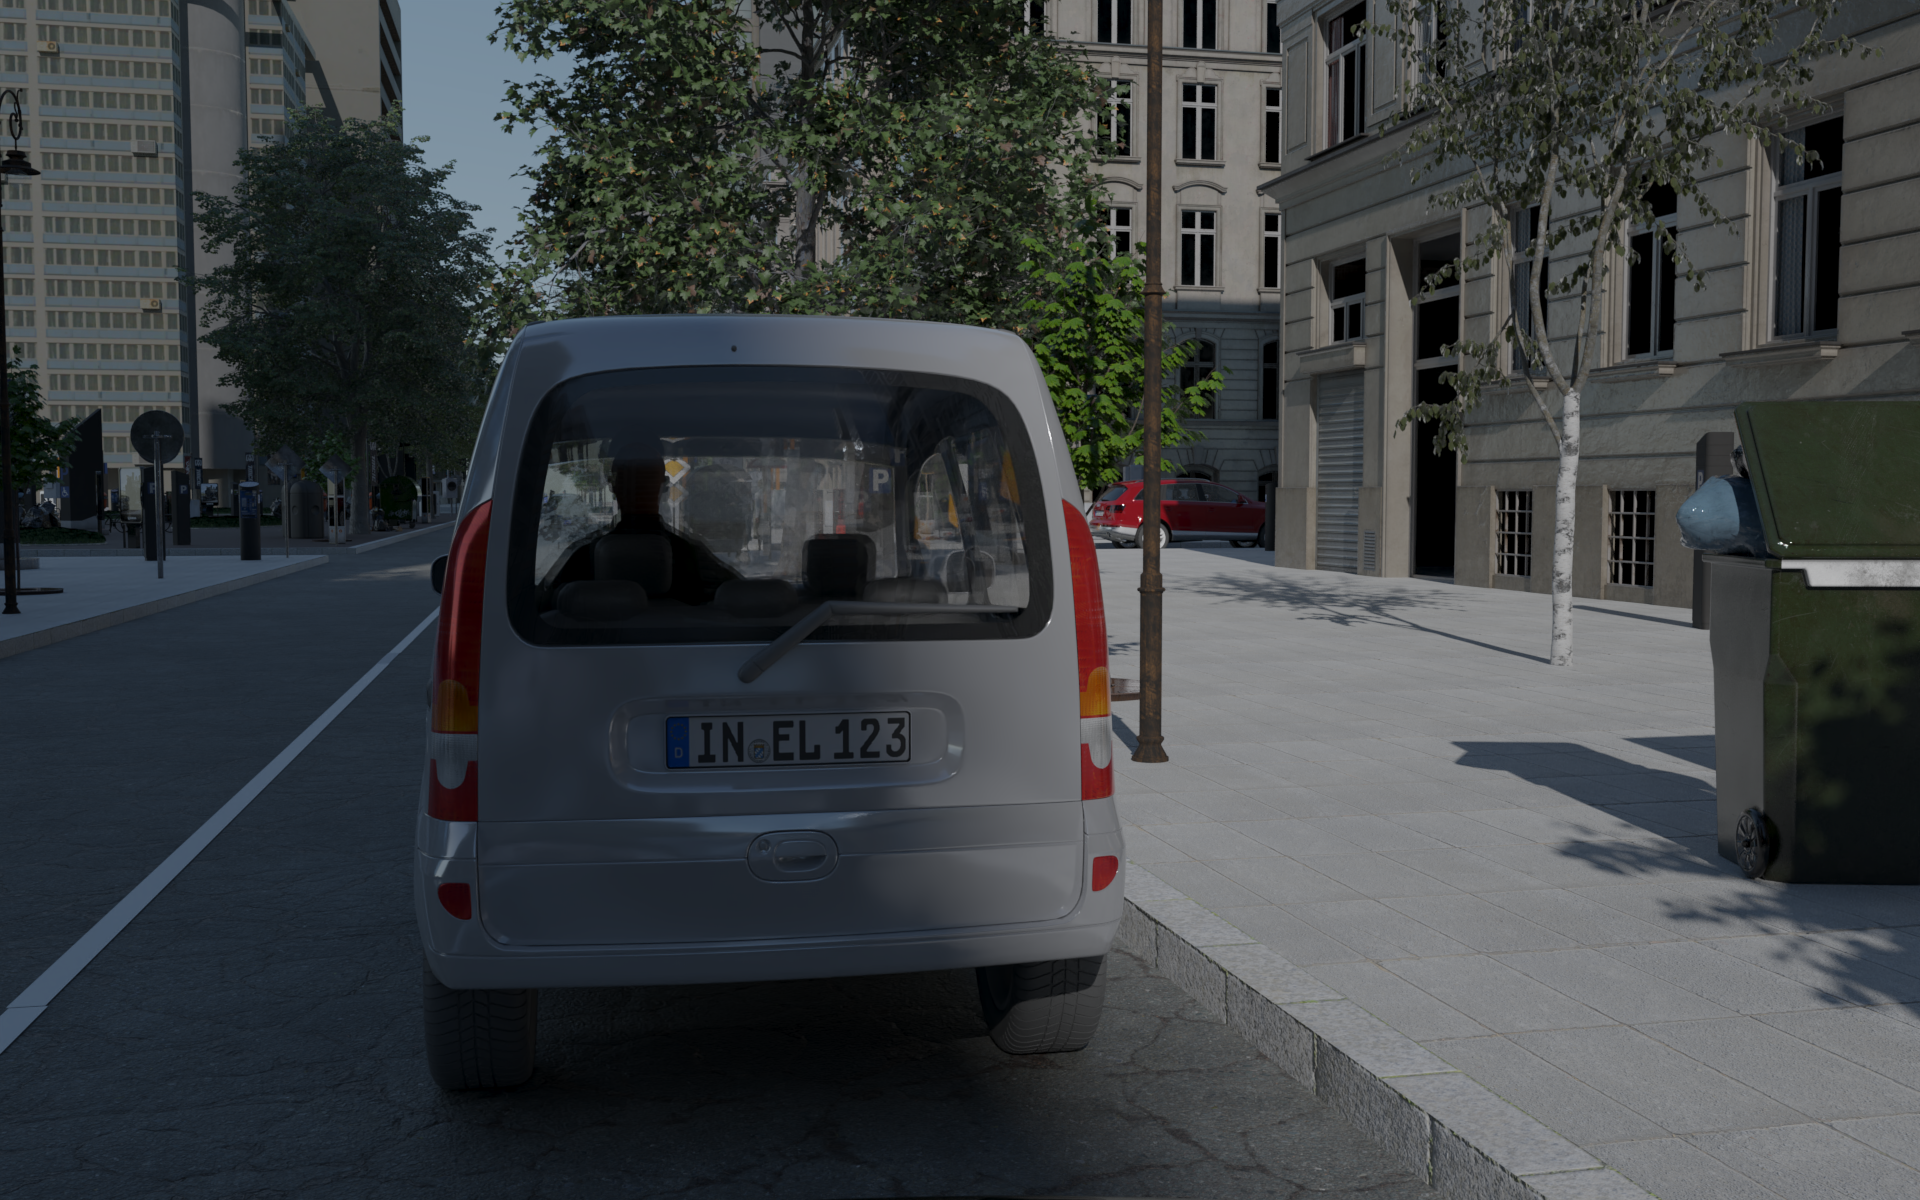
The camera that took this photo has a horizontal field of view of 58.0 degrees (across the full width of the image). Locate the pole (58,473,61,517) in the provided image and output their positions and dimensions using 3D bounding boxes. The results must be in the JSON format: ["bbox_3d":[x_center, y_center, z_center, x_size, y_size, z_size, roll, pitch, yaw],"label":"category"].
[{"bbox_3d":[-50.124,-6.273,96.410,0.158,3.312,0.155,0,3,0],"label":"pole"}]

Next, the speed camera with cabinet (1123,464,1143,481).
[{"bbox_3d":[6.211,-3.700,54.828,2.038,3.252,0.660,0,4,-2],"label":"speed camera with cabinet"}]

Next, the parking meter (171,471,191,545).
[{"bbox_3d":[-19.583,-2.315,43.559,0.255,1.863,0.399,2,4,32],"label":"parking meter"}]

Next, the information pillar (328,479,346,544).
[{"bbox_3d":[-15.964,-2.438,44.354,0.304,2.012,0.304,3,4,37],"label":"information pillar"}]

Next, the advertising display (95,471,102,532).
[{"bbox_3d":[-24.593,-2.707,49.469,0.123,1.923,0.974,-2,4,-28],"label":"advertising display"}]

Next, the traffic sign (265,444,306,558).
[{"bbox_3d":[-13.541,-1.906,34.813,0.795,2.450,0.064,-1,4,-13],"label":"traffic sign"}]

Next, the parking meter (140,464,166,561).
[{"bbox_3d":[-15.512,-1.686,33.280,0.399,1.863,0.255,-2,4,-33],"label":"parking meter"}]

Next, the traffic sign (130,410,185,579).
[{"bbox_3d":[-12.154,-1.599,26.256,0.768,2.556,0.104,-1,4,-12],"label":"traffic sign"}]

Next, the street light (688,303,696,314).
[{"bbox_3d":[-5.607,-3.879,36.210,0.468,5.910,1.993,-1,4,-13],"label":"street light"}]

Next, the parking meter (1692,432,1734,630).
[{"bbox_3d":[7.159,-0.658,16.473,0.255,1.863,0.399,1,4,8],"label":"parking meter"}]

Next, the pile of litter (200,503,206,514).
[{"bbox_3d":[-45.453,-5.474,103.461,1.176,0.858,1.719,2,4,24],"label":"pile of litter"}]

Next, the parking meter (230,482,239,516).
[{"bbox_3d":[-35.211,-4.794,84.089,0.255,1.863,0.399,-3,5,-44],"label":"parking meter"}]

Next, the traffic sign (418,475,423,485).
[{"bbox_3d":[-33.050,-6.536,106.860,0.884,2.594,0.081,0,4,-5],"label":"traffic sign"}]

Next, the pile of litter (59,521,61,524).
[{"bbox_3d":[-37.265,-3.568,72.308,1.719,0.858,1.176,3,4,38],"label":"pile of litter"}]

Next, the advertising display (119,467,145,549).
[{"bbox_3d":[-19.556,-2.186,40.957,0.974,1.923,0.123,2,4,35],"label":"advertising display"}]

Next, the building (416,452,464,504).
[{"bbox_3d":[-83.256,-24.005,237.518,27.650,21.520,28.899,-1,4,-13],"label":"building"}]

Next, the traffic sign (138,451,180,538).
[{"bbox_3d":[-13.738,-1.810,29.693,0.768,2.556,0.104,0,4,-6],"label":"traffic sign"}]

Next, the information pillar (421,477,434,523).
[{"bbox_3d":[-23.396,-4.365,75.860,0.304,2.012,0.304,1,4,9],"label":"information pillar"}]

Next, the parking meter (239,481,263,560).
[{"bbox_3d":[-13.769,-1.539,33.581,0.372,1.533,0.369,0,3,0],"label":"parking meter"}]

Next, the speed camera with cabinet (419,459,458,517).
[{"bbox_3d":[-29.504,-6.337,97.944,2.038,3.252,0.660,-3,5,-39],"label":"speed camera with cabinet"}]

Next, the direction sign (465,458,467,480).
[{"bbox_3d":[-30.192,-6.966,105.885,0.379,3.537,0.876,-1,4,-15],"label":"direction sign"}]

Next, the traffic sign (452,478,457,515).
[{"bbox_3d":[-31.496,-6.437,107.370,0.606,2.300,0.079,-1,4,-13],"label":"traffic sign"}]

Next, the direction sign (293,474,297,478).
[{"bbox_3d":[-33.446,-5.762,86.208,0.876,3.537,0.379,-3,5,-40],"label":"direction sign"}]

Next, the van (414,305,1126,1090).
[{"bbox_3d":[-0.743,0.083,5.651,2.013,2.044,4.112,-1,4,-11],"label":"van"}]

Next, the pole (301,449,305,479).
[{"bbox_3d":[-29.943,-5.206,78.953,0.158,3.312,0.155,0,3,0],"label":"pole"}]

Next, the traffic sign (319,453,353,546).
[{"bbox_3d":[-15.338,-2.382,42.594,0.795,2.450,0.064,-1,4,-13],"label":"traffic sign"}]

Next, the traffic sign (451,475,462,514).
[{"bbox_3d":[-33.207,-6.973,114.115,0.768,2.556,0.104,-1,4,-11],"label":"traffic sign"}]

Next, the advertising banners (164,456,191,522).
[{"bbox_3d":[-35.262,-5.014,78.162,0.090,3.025,2.074,1,4,8],"label":"advertising banners"}]

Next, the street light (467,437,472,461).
[{"bbox_3d":[-33.158,-8.844,117.387,0.468,5.910,1.993,-1,4,-13],"label":"street light"}]

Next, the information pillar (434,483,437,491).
[{"bbox_3d":[-33.437,-6.450,109.944,0.304,2.012,0.304,2,4,35],"label":"information pillar"}]

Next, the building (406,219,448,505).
[{"bbox_3d":[-79.853,-31.728,210.641,32.217,40.220,23.993,-1,4,-13],"label":"building"}]

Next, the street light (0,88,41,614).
[{"bbox_3d":[-10.172,-2.789,18.393,0.468,5.910,1.993,-1,4,-13],"label":"street light"}]

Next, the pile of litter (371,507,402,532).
[{"bbox_3d":[-19.839,-2.799,59.729,1.176,0.858,1.719,-2,4,-24],"label":"pile of litter"}]

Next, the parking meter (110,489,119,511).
[{"bbox_3d":[-45.883,-5.235,94.004,0.372,1.533,0.369,0,3,0],"label":"parking meter"}]

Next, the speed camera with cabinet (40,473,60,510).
[{"bbox_3d":[-52.667,-6.482,100.323,2.038,3.252,0.660,3,5,45],"label":"speed camera with cabinet"}]

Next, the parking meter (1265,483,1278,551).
[{"bbox_3d":[7.071,-1.875,39.062,0.372,1.533,0.369,0,3,0],"label":"parking meter"}]

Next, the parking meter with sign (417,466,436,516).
[{"bbox_3d":[-31.626,-6.501,102.545,0.543,3.016,1.738,0,4,6],"label":"parking meter with sign"}]

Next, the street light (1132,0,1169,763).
[{"bbox_3d":[0.916,-2.164,8.164,0.468,5.910,1.993,-1,4,-13],"label":"street light"}]

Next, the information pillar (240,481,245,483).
[{"bbox_3d":[-38.835,-5.476,94.032,0.304,2.012,0.304,1,4,13],"label":"information pillar"}]

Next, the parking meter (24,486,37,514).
[{"bbox_3d":[-37.373,-3.909,69.628,0.399,1.863,0.255,1,4,9],"label":"parking meter"}]

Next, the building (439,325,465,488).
[{"bbox_3d":[-81.963,-29.887,260.348,14.160,30.474,14.107,-1,4,-13],"label":"building"}]

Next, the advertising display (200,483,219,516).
[{"bbox_3d":[-43.739,-5.855,100.950,0.974,1.923,0.123,-1,4,-12],"label":"advertising display"}]
